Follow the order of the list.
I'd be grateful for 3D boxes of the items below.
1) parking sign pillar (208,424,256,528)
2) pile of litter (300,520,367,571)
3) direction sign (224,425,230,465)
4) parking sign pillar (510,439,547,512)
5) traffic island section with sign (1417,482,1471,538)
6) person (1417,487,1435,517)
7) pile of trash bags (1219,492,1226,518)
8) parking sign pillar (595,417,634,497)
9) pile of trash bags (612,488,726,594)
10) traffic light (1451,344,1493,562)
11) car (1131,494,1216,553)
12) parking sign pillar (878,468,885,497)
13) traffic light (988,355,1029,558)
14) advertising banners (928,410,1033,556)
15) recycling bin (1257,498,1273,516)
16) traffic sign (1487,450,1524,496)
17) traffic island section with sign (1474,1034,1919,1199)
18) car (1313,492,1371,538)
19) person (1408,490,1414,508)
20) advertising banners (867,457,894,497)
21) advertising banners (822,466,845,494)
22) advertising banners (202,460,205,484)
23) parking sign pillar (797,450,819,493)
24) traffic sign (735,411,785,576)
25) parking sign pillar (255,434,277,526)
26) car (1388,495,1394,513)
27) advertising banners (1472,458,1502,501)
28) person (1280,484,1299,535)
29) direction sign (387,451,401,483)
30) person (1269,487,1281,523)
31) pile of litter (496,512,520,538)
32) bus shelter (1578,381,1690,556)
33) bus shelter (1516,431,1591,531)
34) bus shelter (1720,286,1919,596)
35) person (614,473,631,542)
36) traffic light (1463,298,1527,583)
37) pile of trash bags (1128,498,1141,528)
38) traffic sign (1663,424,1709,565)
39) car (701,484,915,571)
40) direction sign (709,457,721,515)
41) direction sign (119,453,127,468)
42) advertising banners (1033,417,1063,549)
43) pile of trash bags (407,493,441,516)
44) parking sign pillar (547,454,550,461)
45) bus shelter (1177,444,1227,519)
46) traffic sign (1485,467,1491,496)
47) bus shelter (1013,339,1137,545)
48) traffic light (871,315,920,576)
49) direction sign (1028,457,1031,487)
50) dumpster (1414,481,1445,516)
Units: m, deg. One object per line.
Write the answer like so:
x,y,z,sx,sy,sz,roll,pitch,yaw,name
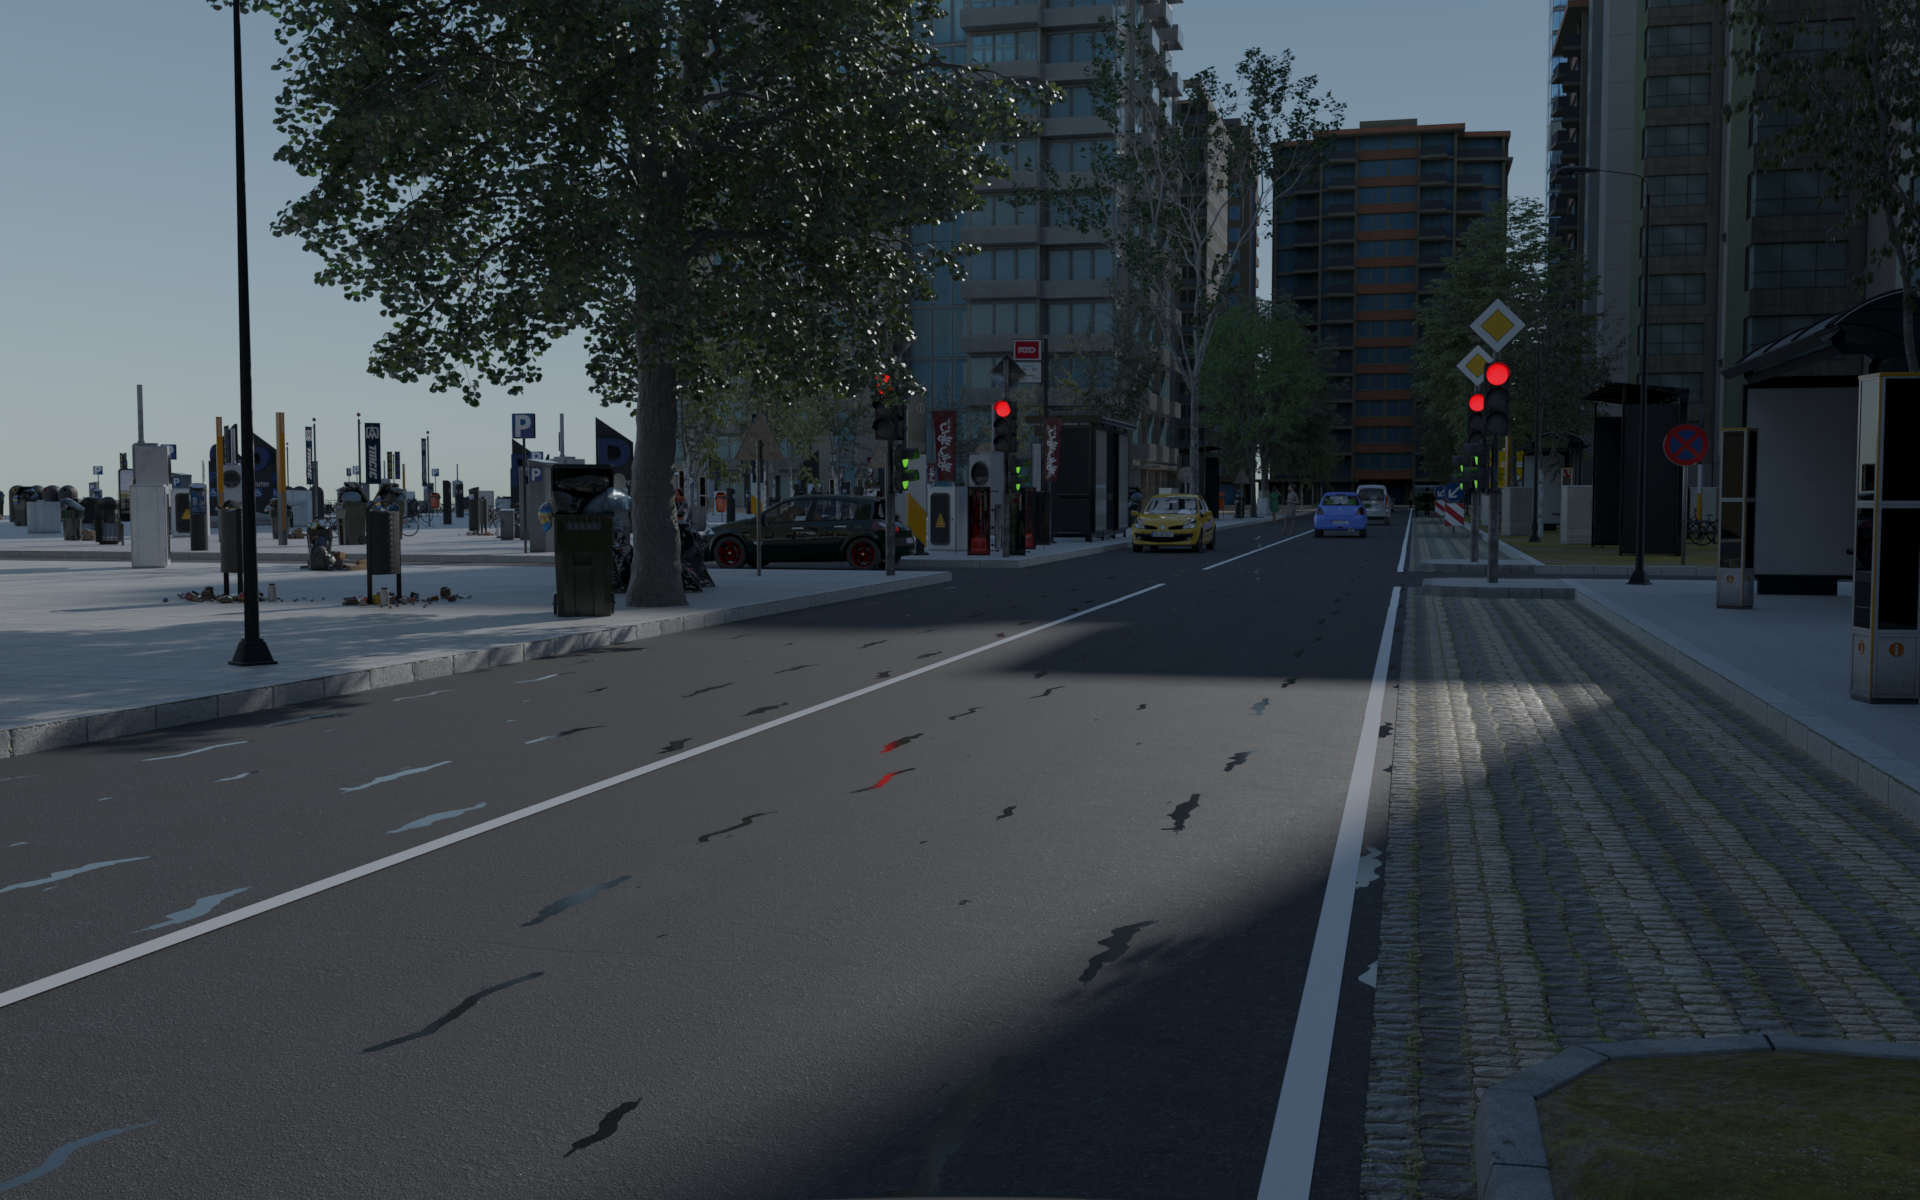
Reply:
-27.955,-4.727,65.764,1.447,3.967,1.447,1,4,11,parking sign pillar
-10.668,-0.952,29.535,1.176,0.858,1.719,-1,4,-14,pile of litter
-24.258,-3.998,57.364,0.379,3.537,0.876,-2,4,-31,direction sign
-21.119,-5.843,84.007,1.447,3.967,1.447,0,4,7,parking sign pillar
16.013,-2.932,56.564,1.989,1.847,2.006,1,4,15,traffic island section with sign
29.406,-6.175,109.089,1.348,1.869,0.705,-1,4,-18,person
13.202,-5.154,94.013,1.912,1.369,3.447,-2,4,-32,pile of trash bags
-12.031,-4.401,60.429,1.447,3.967,1.447,-1,4,-15,parking sign pillar
-4.284,-0.865,23.896,1.912,1.369,3.447,0,4,1,pile of trash bags
9.715,-2.676,32.667,0.839,4.253,0.868,1,4,15,traffic light
5.424,-2.052,43.769,2.015,1.641,3.980,1,4,15,car
-4.310,-6.759,98.979,1.447,3.967,1.447,1,4,12,parking sign pillar
0.946,-2.815,34.943,0.839,4.253,0.868,1,4,15,traffic light
0.423,-2.442,36.121,2.074,3.025,0.090,1,4,8,advertising banners
18.327,-5.596,104.053,0.722,1.027,0.722,3,5,43,recycling bin
25.413,-5.286,80.298,2.265,3.308,0.079,1,4,21,traffic sign
1.963,0.343,3.019,1.989,1.847,2.006,1,4,15,traffic island section with sign
12.829,-2.976,58.250,1.945,1.707,3.694,1,4,14,car
46.448,-10.376,178.244,0.705,1.812,1.348,3,5,41,person
-3.793,-5.270,82.357,0.090,3.025,2.074,3,4,36,advertising banners
-8.166,-6.896,108.935,2.074,3.025,0.090,-2,4,-26,advertising banners
-39.502,-5.740,90.035,0.090,3.025,2.074,-2,4,-35,advertising banners
-9.229,-7.150,105.368,1.447,3.967,1.447,-3,4,-36,parking sign pillar
-3.140,-1.652,27.018,0.884,2.594,0.081,2,4,23,traffic sign
-28.656,-5.045,70.956,1.447,3.967,1.447,1,4,11,parking sign pillar
33.104,-7.574,136.197,2.083,1.381,4.827,1,4,16,car
24.285,-5.059,78.903,2.074,3.025,0.090,2,4,31,advertising banners
11.450,-3.138,60.147,0.374,1.781,0.599,-2,4,-34,person
-30.075,-6.118,92.030,0.876,3.537,0.379,2,4,24,direction sign
15.329,-4.633,84.499,0.600,1.795,0.529,1,4,23,person
-12.947,-2.250,50.758,1.176,0.858,1.719,-2,4,-32,pile of litter
14.990,-2.905,38.772,1.731,3.624,6.357,1,4,15,bus shelter
19.736,-3.910,57.860,2.014,3.302,5.546,1,4,15,bus shelter
10.068,-1.564,19.492,2.014,3.302,5.546,1,4,15,bus shelter
-6.118,-1.363,30.974,0.537,1.800,0.526,1,4,20,person
7.688,-2.203,24.942,0.839,4.253,0.868,1,4,15,traffic light
6.235,-3.527,67.415,1.912,1.369,3.447,0,4,7,pile of trash bags
13.159,-1.916,31.433,0.768,2.556,0.104,1,4,22,traffic sign
-2.944,-1.418,32.963,4.222,1.686,2.009,1,4,13,car
-15.023,-6.981,106.129,0.379,3.537,0.876,3,5,45,direction sign
-45.794,-6.292,94.870,0.876,3.537,0.379,3,5,42,direction sign
1.546,-2.690,40.173,2.074,3.025,0.090,3,5,41,advertising banners
-31.596,-5.515,99.917,3.447,1.369,1.912,0,4,7,pile of trash bags
-27.883,-7.804,116.062,1.447,3.967,1.447,0,4,5,parking sign pillar
11.876,-5.727,84.912,1.731,3.624,6.357,1,4,15,bus shelter
23.687,-4.763,77.983,0.768,2.556,0.104,1,4,21,traffic sign
3.087,-4.260,47.279,2.179,5.291,8.768,1,4,15,bus shelter
-1.081,-2.342,27.219,0.839,4.253,0.868,1,4,15,traffic light
4.371,-7.008,106.581,0.379,3.537,0.876,-1,4,-21,direction sign
30.507,-6.582,112.566,1.985,2.255,1.502,1,4,14,dumpster
